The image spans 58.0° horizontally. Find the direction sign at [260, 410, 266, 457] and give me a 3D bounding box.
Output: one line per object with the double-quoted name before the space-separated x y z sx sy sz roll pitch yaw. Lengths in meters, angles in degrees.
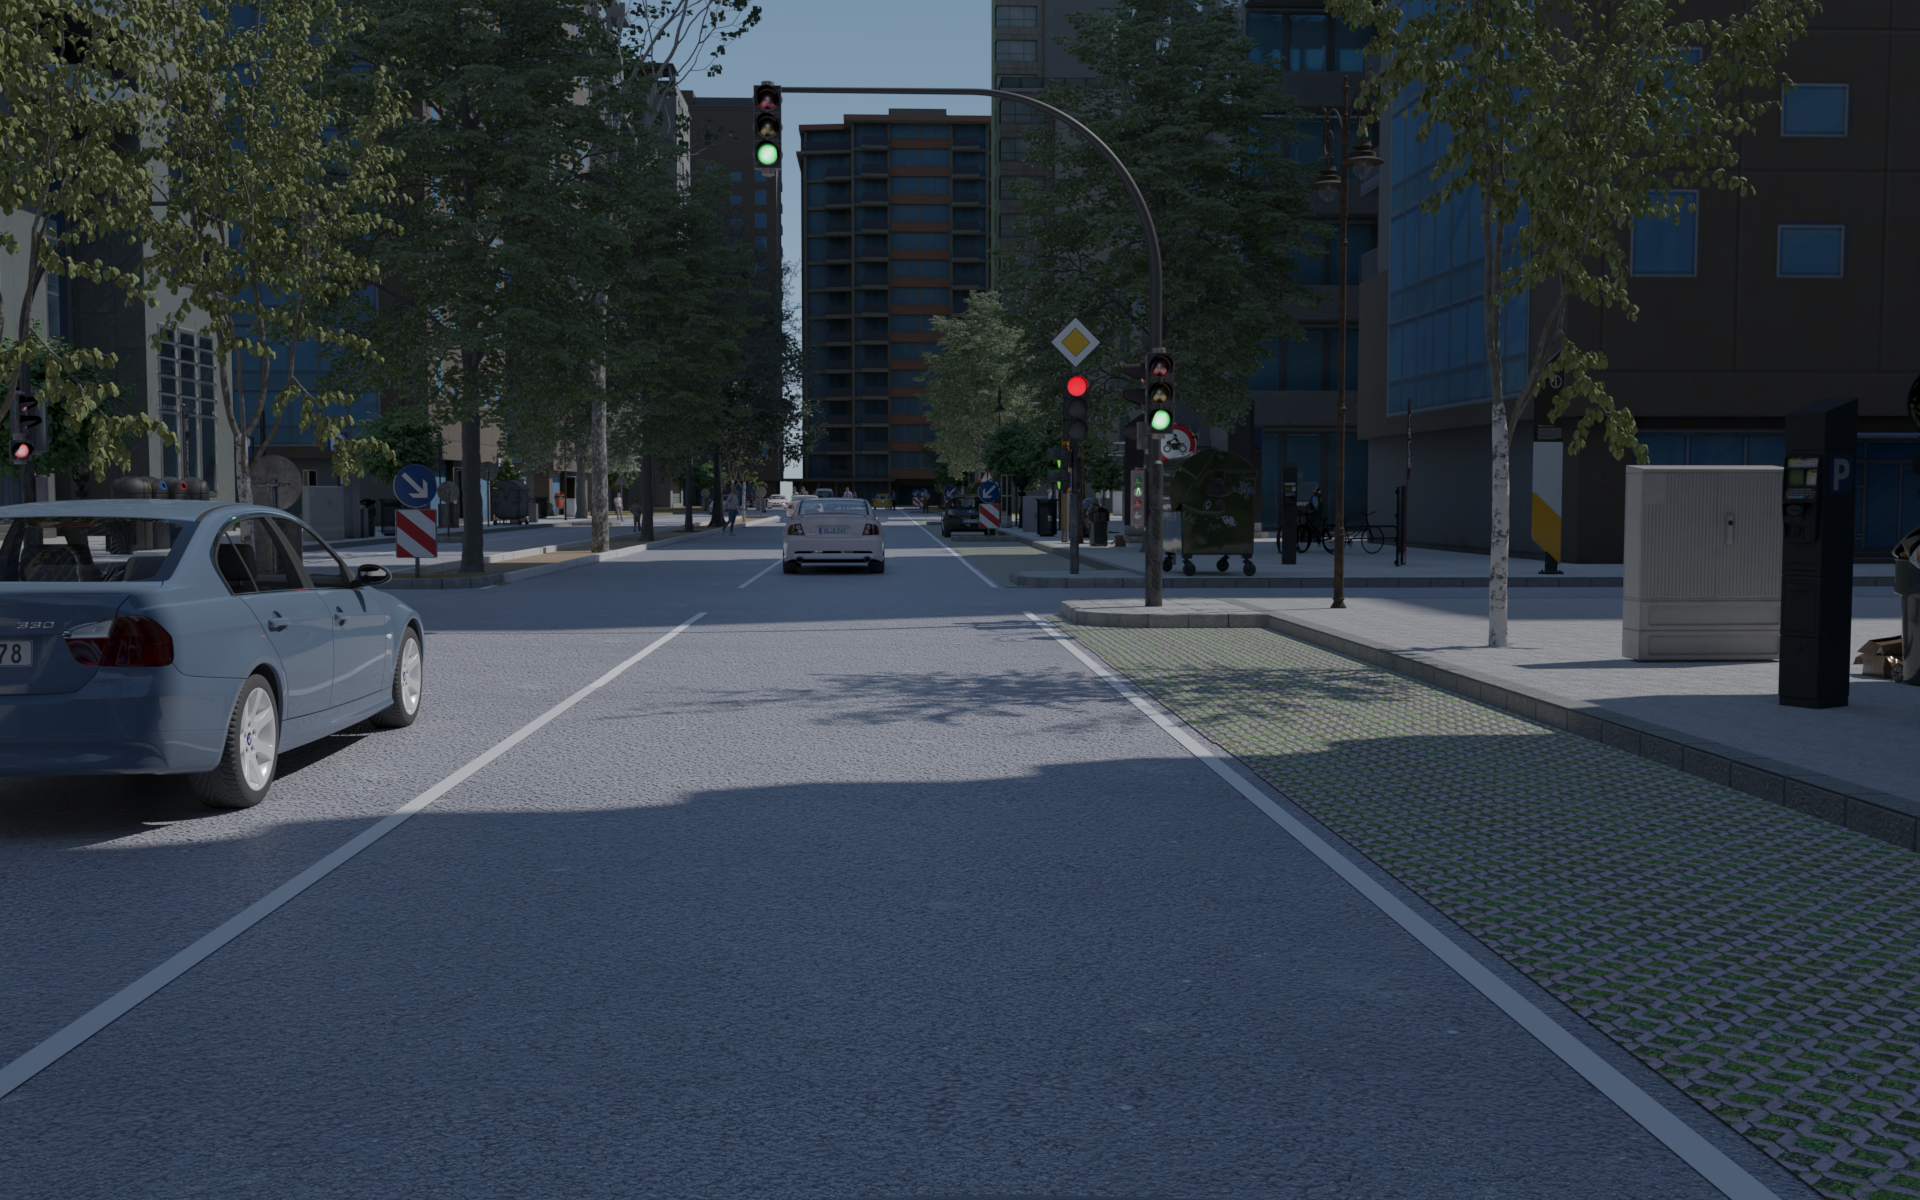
"direction sign" -18.866 -3.361 46.948 0.379 3.537 0.876 -1 4 -15

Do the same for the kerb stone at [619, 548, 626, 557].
"kerb stone" -7.840 -1.070 39.685 0.120 0.150 1.000 0 4 -3

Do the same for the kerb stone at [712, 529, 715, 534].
"kerb stone" -8.840 -2.379 61.171 0.120 0.150 1.000 0 4 -3

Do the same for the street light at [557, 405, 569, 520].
"street light" -19.261 -6.830 84.450 0.468 5.910 1.993 0 4 -3

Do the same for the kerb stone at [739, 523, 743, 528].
"kerb stone" -9.411 -3.135 73.451 0.120 0.150 1.000 0 4 -3

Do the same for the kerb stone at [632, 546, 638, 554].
"kerb stone" -7.944 -1.194 41.726 0.120 0.150 1.000 0 4 -3

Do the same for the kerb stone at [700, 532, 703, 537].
"kerb stone" -8.648 -2.130 57.071 0.120 0.150 1.000 0 4 -3

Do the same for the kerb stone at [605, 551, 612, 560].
"kerb stone" -7.757 -0.945 37.642 0.120 0.150 1.000 0 4 -3

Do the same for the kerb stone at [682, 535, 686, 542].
"kerb stone" -8.412 -1.815 51.946 0.120 0.150 1.000 0 4 -3

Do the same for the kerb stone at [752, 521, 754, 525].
"kerb stone" -9.690 -3.510 79.583 0.120 0.150 1.000 0 4 -3

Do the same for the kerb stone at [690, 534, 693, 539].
"kerb stone" -8.521 -1.945 53.992 0.120 0.150 1.000 0 4 -3

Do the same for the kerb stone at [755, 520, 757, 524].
"kerb stone" -9.792 -3.634 81.636 0.120 0.150 1.000 0 4 -3

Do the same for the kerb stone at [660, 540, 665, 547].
"kerb stone" -8.172 -1.507 46.834 0.120 0.150 1.000 0 4 -3

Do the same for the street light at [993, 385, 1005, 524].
"street light" 1.680 -6.178 73.801 0.468 5.910 1.993 0 4 -3

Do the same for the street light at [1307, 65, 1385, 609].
"street light" 4.256 -2.845 19.299 0.468 5.910 1.993 0 4 -3

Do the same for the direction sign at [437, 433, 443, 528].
"direction sign" -19.410 -4.444 64.650 0.379 3.537 0.876 -2 4 -27

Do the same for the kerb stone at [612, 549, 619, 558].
"kerb stone" -7.801 -1.006 38.663 0.120 0.150 1.000 0 4 -3

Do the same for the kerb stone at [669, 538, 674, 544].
"kerb stone" -8.271 -1.631 48.876 0.120 0.150 1.000 0 4 -3

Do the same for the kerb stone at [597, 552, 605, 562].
"kerb stone" -7.703 -0.882 36.621 0.120 0.150 1.000 0 4 -3

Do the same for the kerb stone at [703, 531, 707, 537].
"kerb stone" -8.693 -2.196 58.094 0.120 0.150 1.000 0 4 -3

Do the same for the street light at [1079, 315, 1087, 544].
"street light" 3.123 -4.384 44.461 0.468 5.910 1.993 0 4 -3

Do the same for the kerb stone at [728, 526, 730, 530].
"kerb stone" -9.129 -2.759 67.309 0.120 0.150 1.000 0 4 -3

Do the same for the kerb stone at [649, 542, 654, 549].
"kerb stone" -8.093 -1.382 44.790 0.120 0.150 1.000 0 4 -3

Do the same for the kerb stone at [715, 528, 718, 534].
"kerb stone" -8.881 -2.446 62.193 0.120 0.150 1.000 0 4 -3

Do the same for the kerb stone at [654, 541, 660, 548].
"kerb stone" -8.135 -1.442 45.811 0.120 0.150 1.000 0 4 -3

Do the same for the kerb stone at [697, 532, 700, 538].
"kerb stone" -8.607 -2.070 56.048 0.120 0.150 1.000 0 4 -3

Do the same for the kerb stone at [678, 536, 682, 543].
"kerb stone" -8.369 -1.754 50.924 0.120 0.150 1.000 0 4 -3

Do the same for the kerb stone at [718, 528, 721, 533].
"kerb stone" -8.934 -2.508 63.216 0.120 0.150 1.000 0 4 -3

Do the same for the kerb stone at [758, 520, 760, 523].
"kerb stone" -9.883 -3.761 83.681 0.120 0.150 1.000 0 4 -3

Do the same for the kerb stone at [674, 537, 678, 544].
"kerb stone" -8.320 -1.695 49.903 0.120 0.150 1.000 0 4 -3

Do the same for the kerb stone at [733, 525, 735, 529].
"kerb stone" -9.220 -2.884 69.356 0.120 0.150 1.000 0 4 -3

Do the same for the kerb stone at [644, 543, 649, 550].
"kerb stone" -8.044 -1.311 43.769 0.120 0.150 1.000 0 4 -3

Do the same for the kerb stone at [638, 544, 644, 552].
"kerb stone" -7.988 -1.252 42.748 0.120 0.150 1.000 0 4 -3

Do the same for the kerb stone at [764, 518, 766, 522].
"kerb stone" -10.068 -4.011 87.773 0.120 0.150 1.000 0 4 -3

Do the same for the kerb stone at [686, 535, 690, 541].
"kerb stone" -8.461 -1.882 52.968 0.120 0.150 1.000 0 4 -3

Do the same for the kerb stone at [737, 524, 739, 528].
"kerb stone" -9.307 -3.010 71.404 0.120 0.150 1.000 0 4 -3

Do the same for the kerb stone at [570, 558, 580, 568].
"kerb stone" -7.570 -0.693 33.557 0.120 0.150 1.000 0 4 -3

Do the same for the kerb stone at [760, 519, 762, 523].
"kerb stone" -9.924 -3.823 84.702 0.120 0.150 1.000 0 4 -3

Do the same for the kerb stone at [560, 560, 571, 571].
"kerb stone" -7.514 -0.628 32.529 0.120 0.150 1.000 0 4 -3

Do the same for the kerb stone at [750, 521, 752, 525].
"kerb stone" -9.644 -3.446 78.562 0.120 0.150 1.000 0 4 -3

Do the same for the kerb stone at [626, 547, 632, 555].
"kerb stone" -7.892 -1.129 40.706 0.120 0.150 1.000 0 4 -3

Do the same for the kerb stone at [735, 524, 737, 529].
"kerb stone" -9.268 -2.947 70.377 0.120 0.150 1.000 0 4 -3

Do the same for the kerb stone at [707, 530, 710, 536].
"kerb stone" -8.734 -2.258 59.119 0.120 0.150 1.000 0 4 -3

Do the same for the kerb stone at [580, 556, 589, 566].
"kerb stone" -7.608 -0.757 34.579 0.120 0.150 1.000 0 4 -3

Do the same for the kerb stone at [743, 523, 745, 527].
"kerb stone" -9.452 -3.198 74.475 0.120 0.150 1.000 0 4 -3

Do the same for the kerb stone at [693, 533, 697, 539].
"kerb stone" -8.557 -1.998 55.023 0.120 0.150 1.000 0 4 -3

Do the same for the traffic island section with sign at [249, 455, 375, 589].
"traffic island section with sign" -7.969 -0.700 19.585 2.006 1.907 1.989 0 4 -3

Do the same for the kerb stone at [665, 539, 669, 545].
"kerb stone" -8.226 -1.561 47.855 0.120 0.150 1.000 0 4 -3

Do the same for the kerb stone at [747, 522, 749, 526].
"kerb stone" -9.539 -3.318 76.518 0.120 0.150 1.000 0 4 -3

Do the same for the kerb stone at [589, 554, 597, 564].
"kerb stone" -7.661 -0.820 35.599 0.120 0.150 1.000 0 4 -3

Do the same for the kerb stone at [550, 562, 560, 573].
"kerb stone" -7.471 -0.567 31.496 0.120 0.150 1.000 0 4 -3

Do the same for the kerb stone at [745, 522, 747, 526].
"kerb stone" -9.503 -3.257 75.496 0.120 0.150 1.000 0 4 -3

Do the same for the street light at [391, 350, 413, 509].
"street light" -17.857 -5.066 55.612 0.468 5.910 1.993 0 4 -3

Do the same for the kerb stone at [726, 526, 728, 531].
"kerb stone" -9.088 -2.697 66.283 0.120 0.150 1.000 0 4 -3

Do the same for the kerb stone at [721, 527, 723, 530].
"kerb stone" -8.984 -2.570 64.242 0.120 0.150 1.000 0 4 -3

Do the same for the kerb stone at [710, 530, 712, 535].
"kerb stone" -8.794 -2.321 60.140 0.120 0.150 1.000 0 4 -3
